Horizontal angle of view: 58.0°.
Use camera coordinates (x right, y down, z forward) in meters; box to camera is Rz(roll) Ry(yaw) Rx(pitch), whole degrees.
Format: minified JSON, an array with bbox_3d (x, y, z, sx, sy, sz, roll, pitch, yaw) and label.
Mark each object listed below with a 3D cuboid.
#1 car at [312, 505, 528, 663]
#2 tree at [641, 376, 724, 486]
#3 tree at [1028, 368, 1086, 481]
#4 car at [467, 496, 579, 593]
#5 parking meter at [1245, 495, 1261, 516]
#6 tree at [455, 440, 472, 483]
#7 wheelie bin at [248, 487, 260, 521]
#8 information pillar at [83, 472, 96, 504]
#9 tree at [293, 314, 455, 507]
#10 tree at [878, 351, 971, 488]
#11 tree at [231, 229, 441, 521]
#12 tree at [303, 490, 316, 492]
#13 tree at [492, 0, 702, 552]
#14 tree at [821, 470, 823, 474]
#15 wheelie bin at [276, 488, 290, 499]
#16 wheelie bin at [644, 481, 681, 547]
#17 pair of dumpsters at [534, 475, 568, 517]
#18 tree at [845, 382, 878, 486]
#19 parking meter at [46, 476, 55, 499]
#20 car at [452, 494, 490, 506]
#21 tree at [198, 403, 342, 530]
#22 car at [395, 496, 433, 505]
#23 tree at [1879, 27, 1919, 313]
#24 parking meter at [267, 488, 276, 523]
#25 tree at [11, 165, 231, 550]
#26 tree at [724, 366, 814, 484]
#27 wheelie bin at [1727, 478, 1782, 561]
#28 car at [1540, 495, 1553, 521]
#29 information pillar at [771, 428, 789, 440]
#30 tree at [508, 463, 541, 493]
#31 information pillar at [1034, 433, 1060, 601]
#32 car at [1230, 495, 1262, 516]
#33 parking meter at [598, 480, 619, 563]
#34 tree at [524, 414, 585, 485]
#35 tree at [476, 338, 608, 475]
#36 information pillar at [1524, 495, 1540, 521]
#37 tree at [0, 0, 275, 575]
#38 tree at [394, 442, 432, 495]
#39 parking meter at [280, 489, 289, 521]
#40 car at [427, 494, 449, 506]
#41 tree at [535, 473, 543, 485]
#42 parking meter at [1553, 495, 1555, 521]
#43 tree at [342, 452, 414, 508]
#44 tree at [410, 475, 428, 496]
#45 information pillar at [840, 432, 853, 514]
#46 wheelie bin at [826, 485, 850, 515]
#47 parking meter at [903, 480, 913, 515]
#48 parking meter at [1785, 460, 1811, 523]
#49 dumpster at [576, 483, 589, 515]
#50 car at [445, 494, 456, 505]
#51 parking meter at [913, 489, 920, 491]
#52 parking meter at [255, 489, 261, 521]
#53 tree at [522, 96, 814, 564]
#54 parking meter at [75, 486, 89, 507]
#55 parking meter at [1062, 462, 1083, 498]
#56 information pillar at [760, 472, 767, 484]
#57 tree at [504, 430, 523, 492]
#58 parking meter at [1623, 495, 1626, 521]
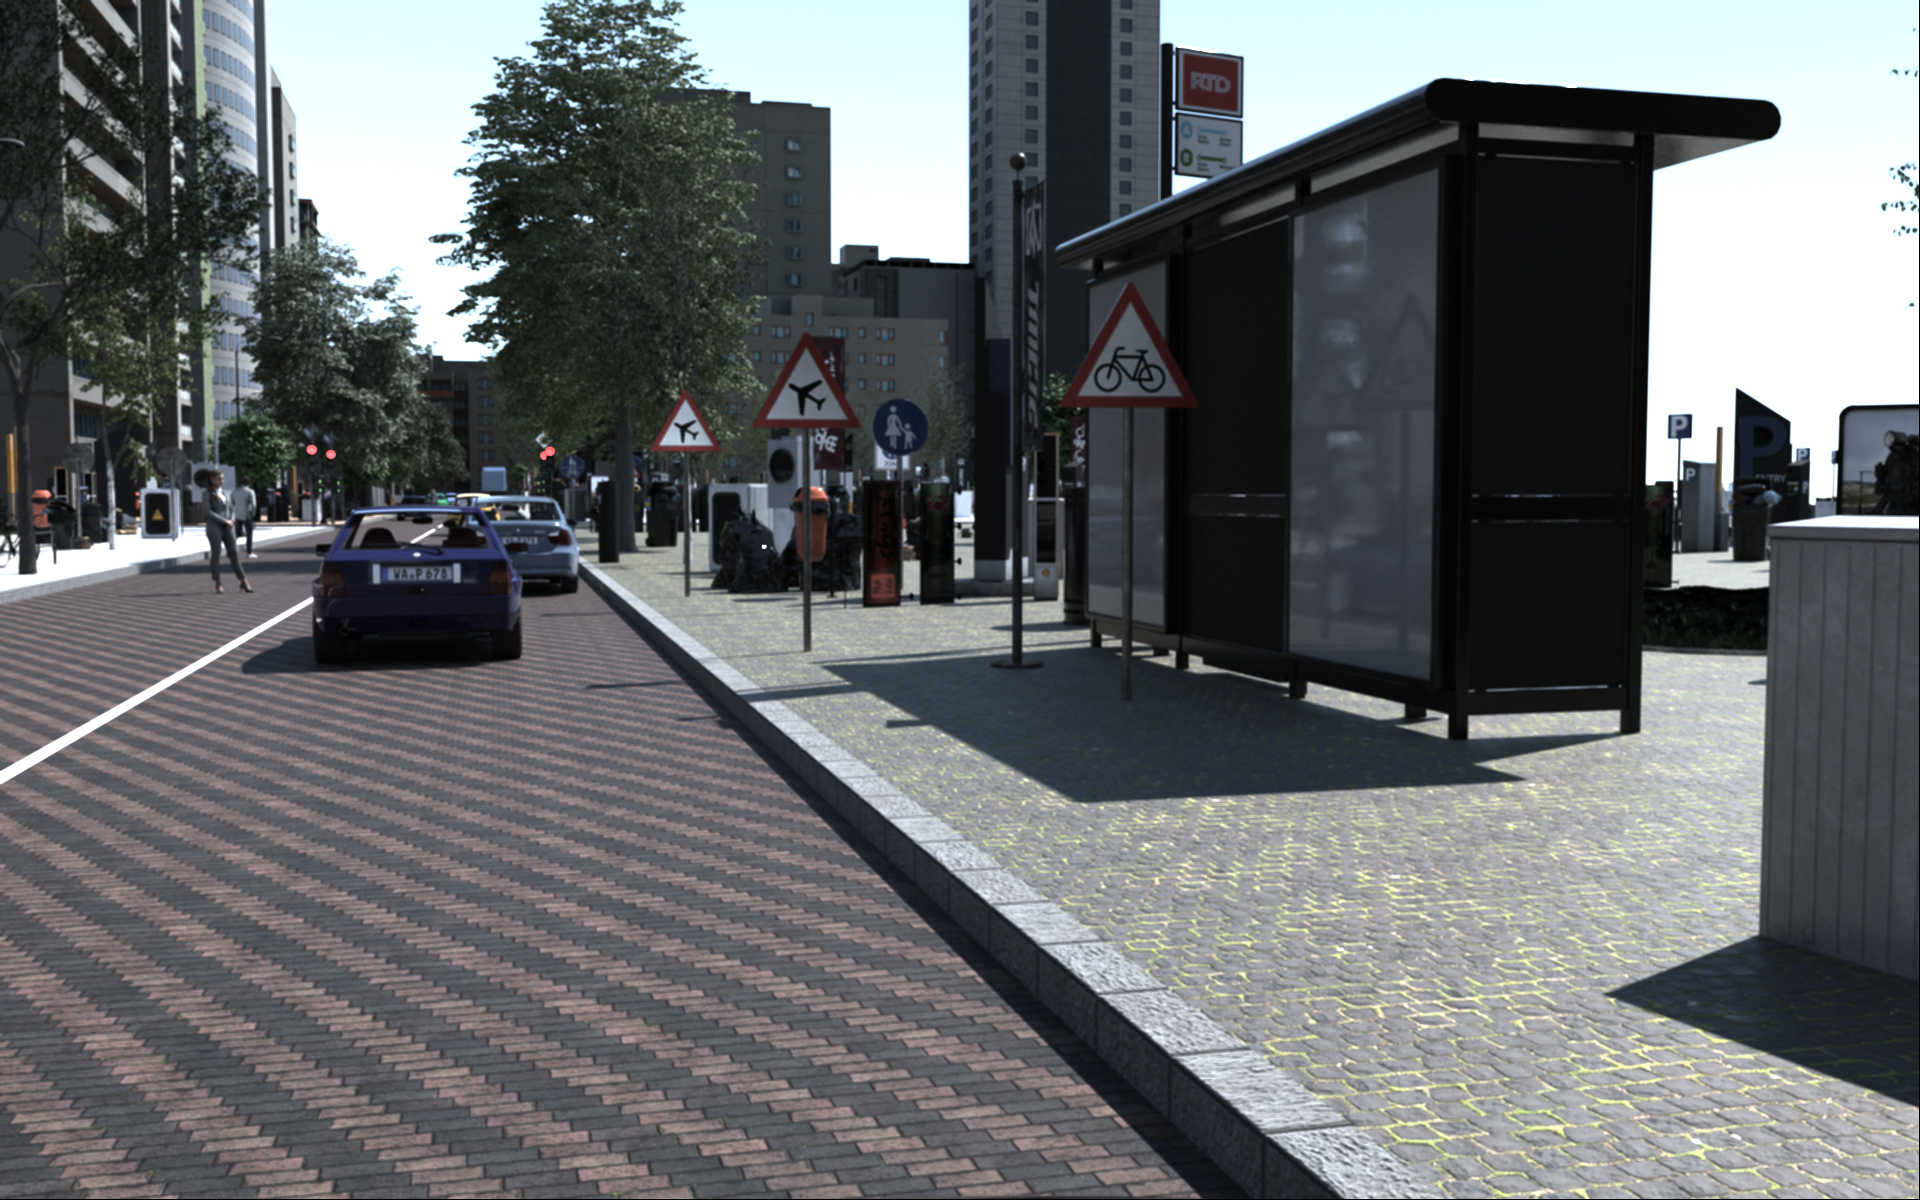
[{"bbox_3d":[-5.016,-0.220,16.171,1.945,1.354,3.894,-1,4,-16],"label":"car"},{"bbox_3d":[-15.181,-8.699,92.597,4.737,8.622,4.395,0,3,0],"label":"tree"},{"bbox_3d":[2.624,-3.765,45.272,4.285,4.588,4.351,0,3,0],"label":"tree"},{"bbox_3d":[-6.762,-0.866,26.158,2.014,1.417,4.499,-1,4,-17],"label":"car"},{"bbox_3d":[6.660,-2.056,39.330,0.255,1.863,0.399,-1,4,-16],"label":"parking meter"},{"bbox_3d":[-63.418,-17.761,207.399,9.611,12.733,9.660,0,3,0],"label":"tree"},{"bbox_3d":[-33.284,-4.486,81.247,0.980,1.594,0.693,2,4,29],"label":"wheelie bin"},{"bbox_3d":[-29.481,-3.315,58.699,0.304,2.012,0.304,-1,4,-11],"label":"information pillar"},{"bbox_3d":[-37.973,-11.848,110.725,9.611,12.733,9.660,0,3,0],"label":"tree"},{"bbox_3d":[-1.447,-8.509,89.486,4.360,8.622,3.978,0,3,0],"label":"tree"},{"bbox_3d":[-29.952,-10.793,83.113,9.857,13.997,8.962,0,3,0],"label":"tree"},{"bbox_3d":[-46.124,-7.832,122.652,1.663,3.219,1.824,0,3,0],"label":"tree"},{"bbox_3d":[-7.767,-7.333,38.015,7.486,12.596,7.792,0,3,0],"label":"tree"},{"bbox_3d":[-11.168,-11.268,134.597,4.737,8.622,4.395,0,3,0],"label":"tree"},{"bbox_3d":[-36.306,-5.182,92.640,0.980,1.594,0.693,2,4,29],"label":"wheelie bin"},{"bbox_3d":[-7.242,-2.106,42.341,0.693,1.594,0.980,2,4,35],"label":"wheelie bin"},{"bbox_3d":[-20.626,-5.194,87.415,1.574,2.255,4.437,-1,4,-15],"label":"pair of dumpsters"},{"bbox_3d":[-6.423,-9.951,113.060,4.360,8.622,3.978,0,3,0],"label":"tree"},{"bbox_3d":[-26.999,-2.810,51.649,0.399,1.863,0.255,-3,5,-40],"label":"parking meter"},{"bbox_3d":[-16.973,-3.069,60.406,2.015,1.641,3.980,-1,4,-17],"label":"car"},{"bbox_3d":[-25.218,-4.772,61.728,4.285,4.588,4.351,0,3,0],"label":"tree"},{"bbox_3d":[-29.525,-4.966,93.780,1.945,1.354,3.894,-1,4,-14],"label":"car"},{"bbox_3d":[13.963,-4.408,22.431,4.360,8.622,3.978,0,3,0],"label":"tree"},{"bbox_3d":[-30.452,-4.171,76.599,0.372,1.533,0.369,0,3,0],"label":"parking meter"},{"bbox_3d":[-19.147,-5.446,39.410,4.737,8.622,4.395,0,3,0],"label":"tree"},{"bbox_3d":[-11.063,-9.178,100.418,4.737,8.622,4.395,0,3,0],"label":"tree"},{"bbox_3d":[15.241,-1.552,33.277,0.980,1.594,0.693,2,4,33],"label":"wheelie bin"},{"bbox_3d":[29.881,-4.554,86.465,4.499,1.417,2.014,-1,4,-17],"label":"car"},{"bbox_3d":[-4.665,-3.270,44.821,0.504,3.616,0.183,-1,4,-12],"label":"information pillar"},{"bbox_3d":[-39.062,-10.569,156.510,4.285,4.588,4.351,0,3,0],"label":"tree"},{"bbox_3d":[1.043,-1.003,20.893,0.304,2.012,0.304,0,4,4],"label":"information pillar"},{"bbox_3d":[13.299,-4.119,79.707,4.827,1.381,2.083,-1,4,-16],"label":"car"},{"bbox_3d":[-6.576,-1.468,32.408,0.372,1.533,0.369,0,3,0],"label":"parking meter"},{"bbox_3d":[-28.400,-10.393,120.289,4.737,8.622,4.395,0,3,0],"label":"tree"},{"bbox_3d":[-24.757,-10.899,103.948,9.928,11.665,9.643,0,3,0],"label":"tree"},{"bbox_3d":[13.579,-2.240,41.111,0.304,2.012,0.304,2,4,34],"label":"information pillar"},{"bbox_3d":[-14.860,-5.706,27.706,8.767,10.594,7.601,0,4,2],"label":"tree"},{"bbox_3d":[-51.386,-12.829,160.114,4.737,8.622,4.395,0,3,0],"label":"tree"},{"bbox_3d":[-31.726,-4.460,81.329,0.372,1.533,0.369,0,3,0],"label":"parking meter"},{"bbox_3d":[-42.993,-8.162,142.250,1.959,1.807,4.718,-1,4,-13],"label":"car"},{"bbox_3d":[-30.815,-8.283,130.023,1.663,3.219,1.824,0,3,0],"label":"tree"},{"bbox_3d":[24.073,-3.912,69.679,0.255,1.863,0.399,-2,4,-27],"label":"parking meter"},{"bbox_3d":[-34.023,-6.986,97.941,4.285,4.588,4.351,0,3,0],"label":"tree"},{"bbox_3d":[-59.501,-11.935,189.742,1.663,3.219,1.824,0,3,0],"label":"tree"},{"bbox_3d":[-4.253,-4.506,65.027,0.504,3.616,0.183,-1,4,-18],"label":"information pillar"},{"bbox_3d":[-4.137,-3.111,58.766,0.693,1.594,0.980,2,4,35],"label":"wheelie bin"},{"bbox_3d":[-2.158,-4.065,72.169,0.255,1.863,0.399,-3,5,-43],"label":"parking meter"},{"bbox_3d":[14.245,-1.454,29.482,0.399,1.863,0.255,-3,4,-37],"label":"parking meter"},{"bbox_3d":[-19.163,-5.109,89.295,1.264,1.857,1.865,-1,4,-15],"label":"dumpster"},{"bbox_3d":[-59.051,-11.706,200.987,1.945,1.707,3.694,-1,4,-13],"label":"car"},{"bbox_3d":[-2.102,-4.616,83.874,0.372,1.533,0.369,0,3,0],"label":"parking meter"},{"bbox_3d":[-33.586,-4.540,82.634,0.372,1.533,0.369,0,3,0],"label":"parking meter"},{"bbox_3d":[-5.219,-4.966,31.557,4.360,8.622,3.978,0,3,0],"label":"tree"},{"bbox_3d":[-27.034,-2.749,53.363,0.372,1.533,0.369,0,3,0],"label":"parking meter"},{"bbox_3d":[2.030,-1.563,31.266,0.255,1.863,0.399,2,4,28],"label":"parking meter"},{"bbox_3d":[-6.488,-3.266,57.892,0.304,2.012,0.304,-2,4,-31],"label":"information pillar"},{"bbox_3d":[-34.895,-11.736,142.251,4.360,8.622,3.978,0,3,0],"label":"tree"},{"bbox_3d":[15.891,-2.006,41.211,0.372,1.533,0.369,0,3,0],"label":"parking meter"}]
